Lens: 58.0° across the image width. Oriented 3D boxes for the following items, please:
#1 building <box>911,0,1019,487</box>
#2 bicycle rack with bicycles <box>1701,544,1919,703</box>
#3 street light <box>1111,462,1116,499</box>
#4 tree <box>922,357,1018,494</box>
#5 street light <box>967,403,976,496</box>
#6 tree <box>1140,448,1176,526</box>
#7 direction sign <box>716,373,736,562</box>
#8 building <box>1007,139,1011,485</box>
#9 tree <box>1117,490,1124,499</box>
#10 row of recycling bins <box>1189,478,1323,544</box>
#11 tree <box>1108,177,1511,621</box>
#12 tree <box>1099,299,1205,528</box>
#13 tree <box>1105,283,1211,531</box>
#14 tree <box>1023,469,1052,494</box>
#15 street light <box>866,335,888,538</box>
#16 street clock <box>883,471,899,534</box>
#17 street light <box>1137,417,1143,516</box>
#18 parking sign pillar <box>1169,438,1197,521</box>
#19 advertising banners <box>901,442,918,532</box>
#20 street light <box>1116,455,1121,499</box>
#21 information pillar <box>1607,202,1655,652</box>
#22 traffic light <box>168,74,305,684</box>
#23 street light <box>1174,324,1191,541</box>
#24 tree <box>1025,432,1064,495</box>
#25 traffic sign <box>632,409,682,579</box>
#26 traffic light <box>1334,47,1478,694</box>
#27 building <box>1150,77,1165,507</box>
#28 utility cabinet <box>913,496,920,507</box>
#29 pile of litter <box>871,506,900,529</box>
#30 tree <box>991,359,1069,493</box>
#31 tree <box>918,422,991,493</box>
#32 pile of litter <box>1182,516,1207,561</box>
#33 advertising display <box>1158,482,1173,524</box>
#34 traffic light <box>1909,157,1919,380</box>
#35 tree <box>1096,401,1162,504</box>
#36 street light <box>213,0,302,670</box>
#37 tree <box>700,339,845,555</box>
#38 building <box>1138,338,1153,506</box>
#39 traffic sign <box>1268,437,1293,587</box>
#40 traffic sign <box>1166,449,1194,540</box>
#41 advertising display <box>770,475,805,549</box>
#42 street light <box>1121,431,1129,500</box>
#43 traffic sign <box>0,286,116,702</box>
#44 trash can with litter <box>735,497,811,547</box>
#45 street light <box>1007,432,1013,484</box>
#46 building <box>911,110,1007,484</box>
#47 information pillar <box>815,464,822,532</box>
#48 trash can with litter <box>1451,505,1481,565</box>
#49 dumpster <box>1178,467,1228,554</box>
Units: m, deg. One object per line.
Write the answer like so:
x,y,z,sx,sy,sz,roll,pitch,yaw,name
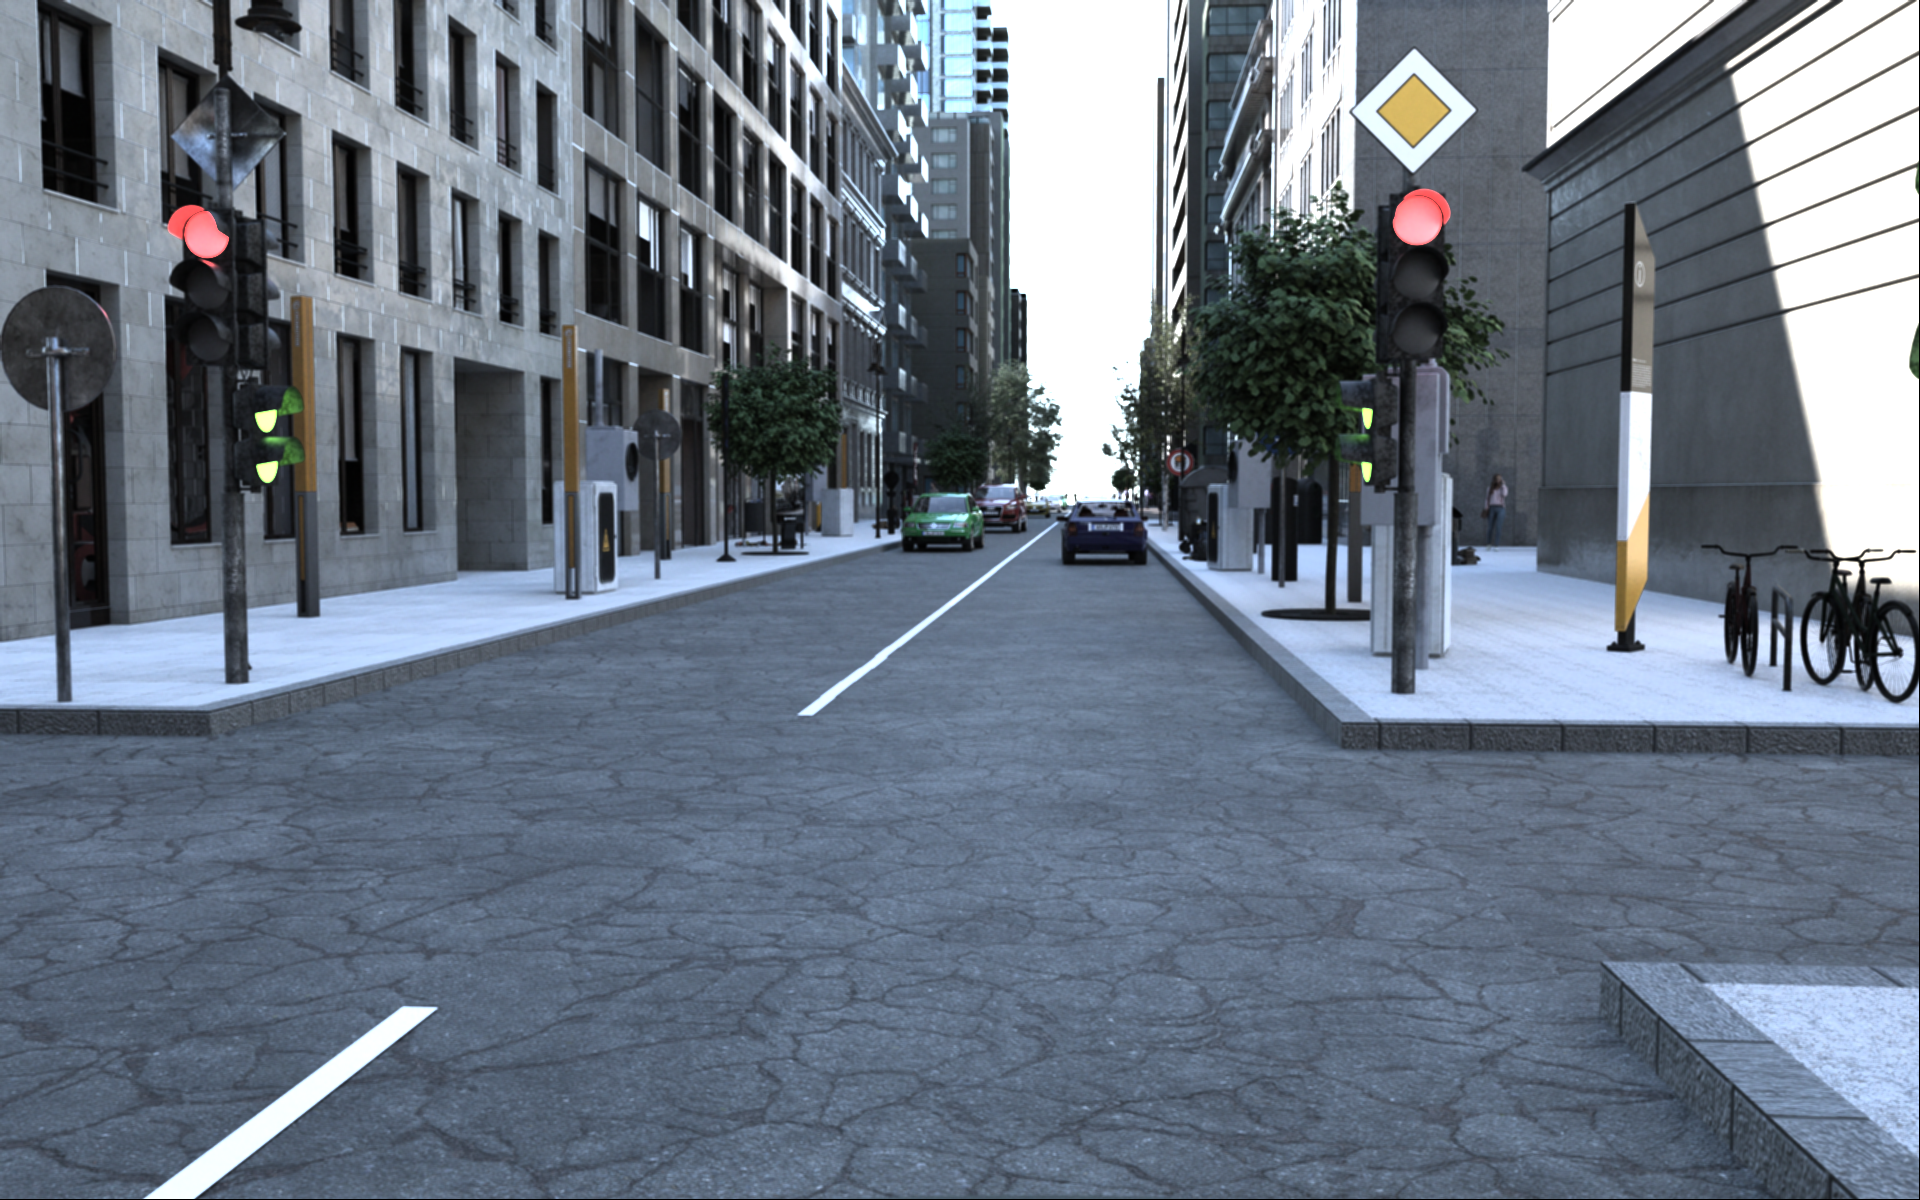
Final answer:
-3.489,-55.227,215.634,22.319,86.520,31.000,0,4,4,building
6.360,0.106,11.646,2.852,0.926,2.925,2,4,24,bicycle rack with bicycles
18.667,-14.356,207.502,0.468,5.910,1.993,0,4,4,street light
0.392,-8.716,92.867,4.360,8.622,3.978,0,3,0,tree
0.583,-7.062,88.259,0.468,5.910,1.993,0,4,4,street light
8.022,-4.628,70.264,1.663,3.219,1.824,0,3,0,tree
-4.458,-2.504,32.931,0.379,3.537,0.876,-1,4,-15,direction sign
-1.622,-31.236,194.304,14.154,41.232,14.086,0,4,4,building
18.953,-12.666,201.687,1.663,3.219,1.824,0,3,0,tree
7.580,-2.287,44.504,3.534,1.692,1.069,-1,4,-13,row of recycling bins
3.908,-2.097,18.000,4.285,4.588,4.351,0,3,0,tree
7.682,-7.039,65.451,4.737,8.622,4.395,0,3,0,tree
7.079,-6.694,59.803,4.360,8.622,3.978,0,3,0,tree
8.791,-12.800,192.993,4.285,4.588,4.351,0,3,0,tree
-2.396,-4.749,50.433,0.468,5.910,1.993,0,4,4,street light
-2.194,-3.103,55.311,0.471,2.002,0.358,-1,4,-12,street clock
8.921,-6.853,84.837,0.468,5.910,1.993,0,4,4,street light
10.644,-5.763,82.702,1.447,3.967,1.447,-1,4,-20,parking sign pillar
-1.674,-3.778,57.961,0.090,3.025,2.074,1,4,14,advertising banners
15.030,-11.552,161.663,0.468,5.910,1.993,0,4,4,street light
5.523,-1.396,14.175,0.183,3.616,0.504,3,5,41,information pillar
-4.897,-1.390,11.651,0.839,4.253,0.868,0,4,4,traffic light
6.064,-4.548,47.156,0.468,5.910,1.993,0,4,4,street light
8.888,-15.166,198.326,4.737,8.622,4.395,0,3,0,tree
-4.576,-1.591,26.122,0.768,2.556,0.104,0,4,6,traffic sign
2.842,-1.355,11.068,0.839,4.253,0.868,0,4,4,traffic light
27.298,-32.561,182.487,14.600,45.320,14.200,0,4,4,building
-1.540,-3.126,62.272,0.306,1.237,1.020,1,4,14,utility cabinet
-2.751,-3.077,64.267,1.176,0.858,1.719,1,4,18,pile of litter
5.794,-15.602,161.747,9.857,13.997,8.962,0,3,0,tree
-0.227,-5.799,78.524,4.285,4.588,4.351,0,3,0,tree
4.927,-1.206,33.677,1.176,0.858,1.719,0,4,5,pile of litter
8.749,-4.186,73.652,0.123,1.923,0.974,-2,4,-27,advertising display
2.224,-0.868,3.107,0.839,4.253,0.868,0,4,4,traffic light
16.770,-14.470,171.002,8.767,10.594,7.601,3,5,44,tree
-5.268,-2.427,12.466,0.468,5.910,1.993,0,4,4,street light
-3.911,-3.254,36.917,4.285,4.588,4.351,0,3,0,tree
35.363,-21.995,204.663,27.650,21.520,28.899,0,4,4,building
4.427,-1.447,23.756,0.768,2.556,0.104,1,4,10,traffic sign
6.169,-2.964,48.572,0.768,2.556,0.104,1,4,9,traffic sign
-3.999,-2.145,40.287,0.123,1.923,0.974,3,5,43,advertising display
12.011,-9.270,124.355,0.468,5.910,1.993,0,4,4,street light
-5.539,-0.644,10.636,0.768,2.556,0.104,0,4,8,traffic sign
-4.679,-1.946,42.872,2.233,1.210,1.678,-2,4,-26,trash can with litter
3.620,-9.361,125.833,0.468,5.910,1.993,0,4,4,street light
-2.833,-30.379,180.296,14.154,41.232,14.086,0,4,4,building
-4.748,-4.123,58.763,0.183,3.616,0.504,1,4,17,information pillar
8.935,-1.228,31.468,1.055,1.170,0.624,-2,4,-35,trash can with litter
5.430,-1.960,37.812,1.264,1.857,1.865,0,4,4,dumpster
